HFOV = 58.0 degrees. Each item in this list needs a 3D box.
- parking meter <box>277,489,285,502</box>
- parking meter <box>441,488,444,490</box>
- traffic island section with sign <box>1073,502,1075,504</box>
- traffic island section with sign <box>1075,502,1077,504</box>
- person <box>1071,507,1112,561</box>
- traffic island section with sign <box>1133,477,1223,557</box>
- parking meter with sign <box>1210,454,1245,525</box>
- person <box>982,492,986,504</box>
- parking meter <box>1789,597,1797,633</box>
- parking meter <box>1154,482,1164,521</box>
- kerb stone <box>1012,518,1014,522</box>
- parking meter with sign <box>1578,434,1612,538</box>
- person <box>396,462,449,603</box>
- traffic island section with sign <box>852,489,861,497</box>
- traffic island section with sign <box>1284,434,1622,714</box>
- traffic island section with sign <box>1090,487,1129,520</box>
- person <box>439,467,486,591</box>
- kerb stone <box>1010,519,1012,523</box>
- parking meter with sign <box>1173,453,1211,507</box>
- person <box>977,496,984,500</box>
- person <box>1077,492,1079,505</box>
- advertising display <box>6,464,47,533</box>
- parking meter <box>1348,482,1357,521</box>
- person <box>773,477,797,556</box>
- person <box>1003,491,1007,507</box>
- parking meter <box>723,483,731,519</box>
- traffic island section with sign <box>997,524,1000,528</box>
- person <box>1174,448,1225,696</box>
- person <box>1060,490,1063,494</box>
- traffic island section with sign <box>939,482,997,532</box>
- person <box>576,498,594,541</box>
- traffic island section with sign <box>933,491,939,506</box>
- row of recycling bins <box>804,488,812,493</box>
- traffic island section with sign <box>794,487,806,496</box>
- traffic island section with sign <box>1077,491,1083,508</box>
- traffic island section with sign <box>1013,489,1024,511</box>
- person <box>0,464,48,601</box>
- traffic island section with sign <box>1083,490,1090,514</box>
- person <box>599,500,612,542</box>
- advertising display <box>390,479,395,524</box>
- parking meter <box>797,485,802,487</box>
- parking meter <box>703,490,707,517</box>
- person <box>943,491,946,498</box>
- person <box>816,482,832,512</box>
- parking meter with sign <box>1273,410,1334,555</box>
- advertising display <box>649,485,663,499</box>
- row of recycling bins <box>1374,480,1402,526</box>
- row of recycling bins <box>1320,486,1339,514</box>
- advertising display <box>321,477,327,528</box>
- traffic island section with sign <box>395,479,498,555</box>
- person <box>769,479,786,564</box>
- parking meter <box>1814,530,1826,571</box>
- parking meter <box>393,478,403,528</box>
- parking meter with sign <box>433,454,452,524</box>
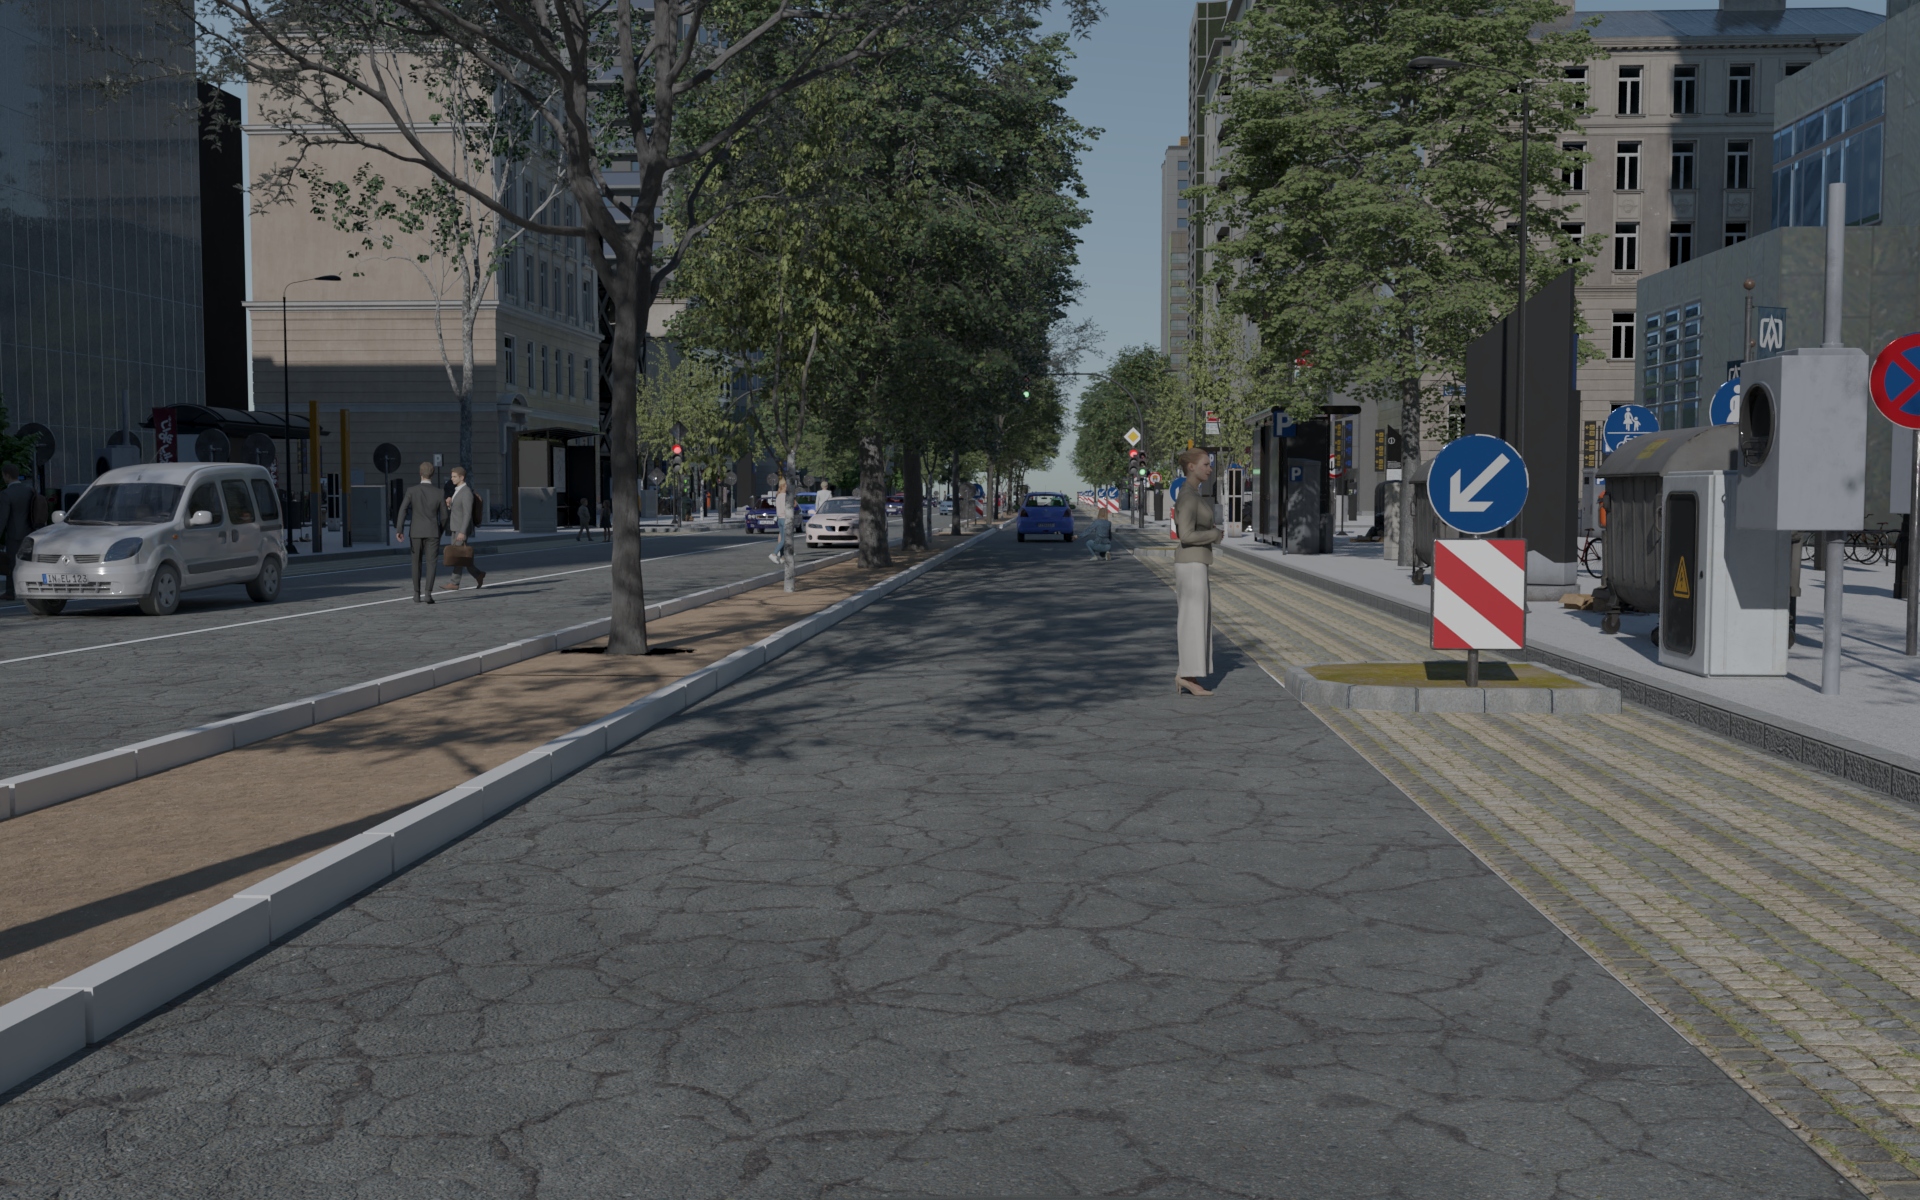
[{"bbox_3d":[-32.174,-4.507,82.096,0.372,1.533,0.369,0,3,0],"label":"parking meter"},{"bbox_3d":[-19.362,-3.476,65.237,0.372,1.533,0.369,0,3,0],"label":"parking meter"},{"bbox_3d":[17.769,-15.027,254.321,1.989,1.847,2.006,0,4,3],"label":"traffic island section with sign"},{"bbox_3d":[14.496,-11.663,199.319,1.989,1.847,2.006,0,4,3],"label":"traffic island section with sign"},{"bbox_3d":[2.904,-1.419,37.203,1.012,1.151,0.738,-1,4,-14],"label":"person"},{"bbox_3d":[5.049,-1.939,40.330,1.989,1.847,2.006,0,4,3],"label":"traffic island section with sign"},{"bbox_3d":[11.416,-4.624,71.859,1.738,3.016,0.543,0,4,1],"label":"parking meter with sign"},{"bbox_3d":[3.502,-15.023,253.998,0.709,1.838,0.599,0,4,2],"label":"person"},{"bbox_3d":[7.382,-0.445,15.684,0.372,1.533,0.369,0,3,0],"label":"parking meter"},{"bbox_3d":[9.512,-4.714,82.792,0.255,1.863,0.399,-3,5,-41],"label":"parking meter"},{"bbox_3d":[2.428,-3.804,84.395,0.120,0.150,1.000,0,4,3],"label":"kerb stone"},{"bbox_3d":[18.676,-3.345,50.957,0.543,3.016,1.738,-1,4,-10],"label":"parking meter with sign"},{"bbox_3d":[-7.048,-0.886,22.759,0.659,1.850,0.755,-1,4,-16],"label":"person"},{"bbox_3d":[-7.335,-7.018,123.364,1.989,1.847,2.006,0,4,3],"label":"traffic island section with sign"},{"bbox_3d":[3.356,-0.219,12.215,1.989,1.847,2.006,0,4,3],"label":"traffic island section with sign"},{"bbox_3d":[8.330,-5.327,95.720,1.989,1.847,2.006,0,4,3],"label":"traffic island section with sign"},{"bbox_3d":[-7.375,-1.057,25.742,0.822,1.834,0.622,-3,5,-41],"label":"person"},{"bbox_3d":[2.242,-3.614,81.326,0.120,0.150,1.000,0,4,3],"label":"kerb stone"},{"bbox_3d":[10.075,-4.814,74.971,1.738,3.016,0.543,2,4,32],"label":"parking meter with sign"},{"bbox_3d":[1.669,-9.497,163.804,1.348,1.821,0.705,0,4,3],"label":"person"},{"bbox_3d":[14.499,-12.382,211.655,0.721,1.736,1.217,0,4,8],"label":"person"},{"bbox_3d":[-17.363,-1.635,31.947,0.974,1.923,0.123,0,4,2],"label":"advertising display"},{"bbox_3d":[18.790,-4.719,82.861,0.399,1.863,0.255,-3,5,-40],"label":"parking meter"},{"bbox_3d":[-4.040,-1.934,40.094,0.573,1.828,0.580,-1,4,-14],"label":"person"},{"bbox_3d":[5.143,-11.584,198.621,0.721,1.735,1.217,-1,4,-17],"label":"person"},{"bbox_3d":[-12.232,-5.213,90.940,0.399,1.863,0.255,-3,5,-40],"label":"parking meter"},{"bbox_3d":[0.702,-3.973,73.100,2.006,1.907,1.989,0,4,3],"label":"traffic island section with sign"},{"bbox_3d":[1.697,-0.199,12.304,0.362,1.759,0.519,0,4,7],"label":"person"},{"bbox_3d":[10.873,-10.995,188.142,0.709,1.838,0.599,3,5,40],"label":"person"},{"bbox_3d":[0.252,-3.521,65.707,2.006,1.907,1.989,0,4,3],"label":"traffic island section with sign"},{"bbox_3d":[-11.383,-2.424,52.399,0.475,1.303,0.640,2,4,32],"label":"person"},{"bbox_3d":[-2.713,-11.759,200.887,1.989,1.847,2.006,0,4,3],"label":"traffic island section with sign"},{"bbox_3d":[-11.442,-7.003,121.606,1.069,1.692,3.534,-2,4,-31],"label":"row of recycling bins"},{"bbox_3d":[-8.936,-5.372,96.456,1.989,1.847,2.006,0,4,3],"label":"traffic island section with sign"},{"bbox_3d":[12.895,-10.016,172.385,1.989,1.847,2.006,0,4,3],"label":"traffic island section with sign"},{"bbox_3d":[5.157,-8.561,148.107,2.006,1.907,1.989,0,4,3],"label":"traffic island section with sign"},{"bbox_3d":[-12.541,-0.896,23.114,0.822,1.834,0.622,0,4,7],"label":"person"},{"bbox_3d":[9.938,-6.985,122.836,1.989,1.847,2.006,0,4,3],"label":"traffic island section with sign"},{"bbox_3d":[-10.537,-2.340,51.427,0.362,1.253,0.373,-3,5,-44],"label":"person"},{"bbox_3d":[-24.473,-4.287,75.305,0.123,1.923,0.974,0,4,8],"label":"advertising display"},{"bbox_3d":[-10.651,-6.644,114.342,0.255,1.863,0.399,2,4,30],"label":"parking meter"},{"bbox_3d":[-14.487,-5.481,98.022,0.372,1.533,0.369,0,3,0],"label":"parking meter"},{"bbox_3d":[-1.852,-12.213,208.187,0.705,1.824,1.348,0,4,4],"label":"person"},{"bbox_3d":[-4.396,-2.946,56.542,0.514,1.842,0.818,-2,4,-27],"label":"person"},{"bbox_3d":[7.364,-2.486,36.913,0.543,3.016,1.738,3,5,42],"label":"parking meter with sign"},{"bbox_3d":[-21.887,-7.301,124.589,0.974,1.923,0.123,-1,4,-14],"label":"advertising display"},{"bbox_3d":[12.591,-2.624,50.009,1.069,1.692,3.534,0,4,5],"label":"row of recycling bins"},{"bbox_3d":[18.058,-4.940,87.877,3.534,1.692,1.069,-3,5,-43],"label":"row of recycling bins"},{"bbox_3d":[-24.253,-3.702,65.747,0.123,1.923,0.974,1,4,19],"label":"advertising display"},{"bbox_3d":[-12.198,-2.008,41.467,1.989,1.847,2.006,0,4,3],"label":"traffic island section with sign"},{"bbox_3d":[-3.676,-1.617,35.610,0.598,1.740,0.731,-3,5,-41],"label":"person"},{"bbox_3d":[14.501,-1.420,28.926,0.399,1.863,0.255,0,4,1],"label":"parking meter"},{"bbox_3d":[-21.104,-3.629,65.052,0.255,1.863,0.399,-3,5,-41],"label":"parking meter"},{"bbox_3d":[-22.152,-4.865,75.796,0.543,3.016,1.738,2,4,32],"label":"parking meter with sign"}]
